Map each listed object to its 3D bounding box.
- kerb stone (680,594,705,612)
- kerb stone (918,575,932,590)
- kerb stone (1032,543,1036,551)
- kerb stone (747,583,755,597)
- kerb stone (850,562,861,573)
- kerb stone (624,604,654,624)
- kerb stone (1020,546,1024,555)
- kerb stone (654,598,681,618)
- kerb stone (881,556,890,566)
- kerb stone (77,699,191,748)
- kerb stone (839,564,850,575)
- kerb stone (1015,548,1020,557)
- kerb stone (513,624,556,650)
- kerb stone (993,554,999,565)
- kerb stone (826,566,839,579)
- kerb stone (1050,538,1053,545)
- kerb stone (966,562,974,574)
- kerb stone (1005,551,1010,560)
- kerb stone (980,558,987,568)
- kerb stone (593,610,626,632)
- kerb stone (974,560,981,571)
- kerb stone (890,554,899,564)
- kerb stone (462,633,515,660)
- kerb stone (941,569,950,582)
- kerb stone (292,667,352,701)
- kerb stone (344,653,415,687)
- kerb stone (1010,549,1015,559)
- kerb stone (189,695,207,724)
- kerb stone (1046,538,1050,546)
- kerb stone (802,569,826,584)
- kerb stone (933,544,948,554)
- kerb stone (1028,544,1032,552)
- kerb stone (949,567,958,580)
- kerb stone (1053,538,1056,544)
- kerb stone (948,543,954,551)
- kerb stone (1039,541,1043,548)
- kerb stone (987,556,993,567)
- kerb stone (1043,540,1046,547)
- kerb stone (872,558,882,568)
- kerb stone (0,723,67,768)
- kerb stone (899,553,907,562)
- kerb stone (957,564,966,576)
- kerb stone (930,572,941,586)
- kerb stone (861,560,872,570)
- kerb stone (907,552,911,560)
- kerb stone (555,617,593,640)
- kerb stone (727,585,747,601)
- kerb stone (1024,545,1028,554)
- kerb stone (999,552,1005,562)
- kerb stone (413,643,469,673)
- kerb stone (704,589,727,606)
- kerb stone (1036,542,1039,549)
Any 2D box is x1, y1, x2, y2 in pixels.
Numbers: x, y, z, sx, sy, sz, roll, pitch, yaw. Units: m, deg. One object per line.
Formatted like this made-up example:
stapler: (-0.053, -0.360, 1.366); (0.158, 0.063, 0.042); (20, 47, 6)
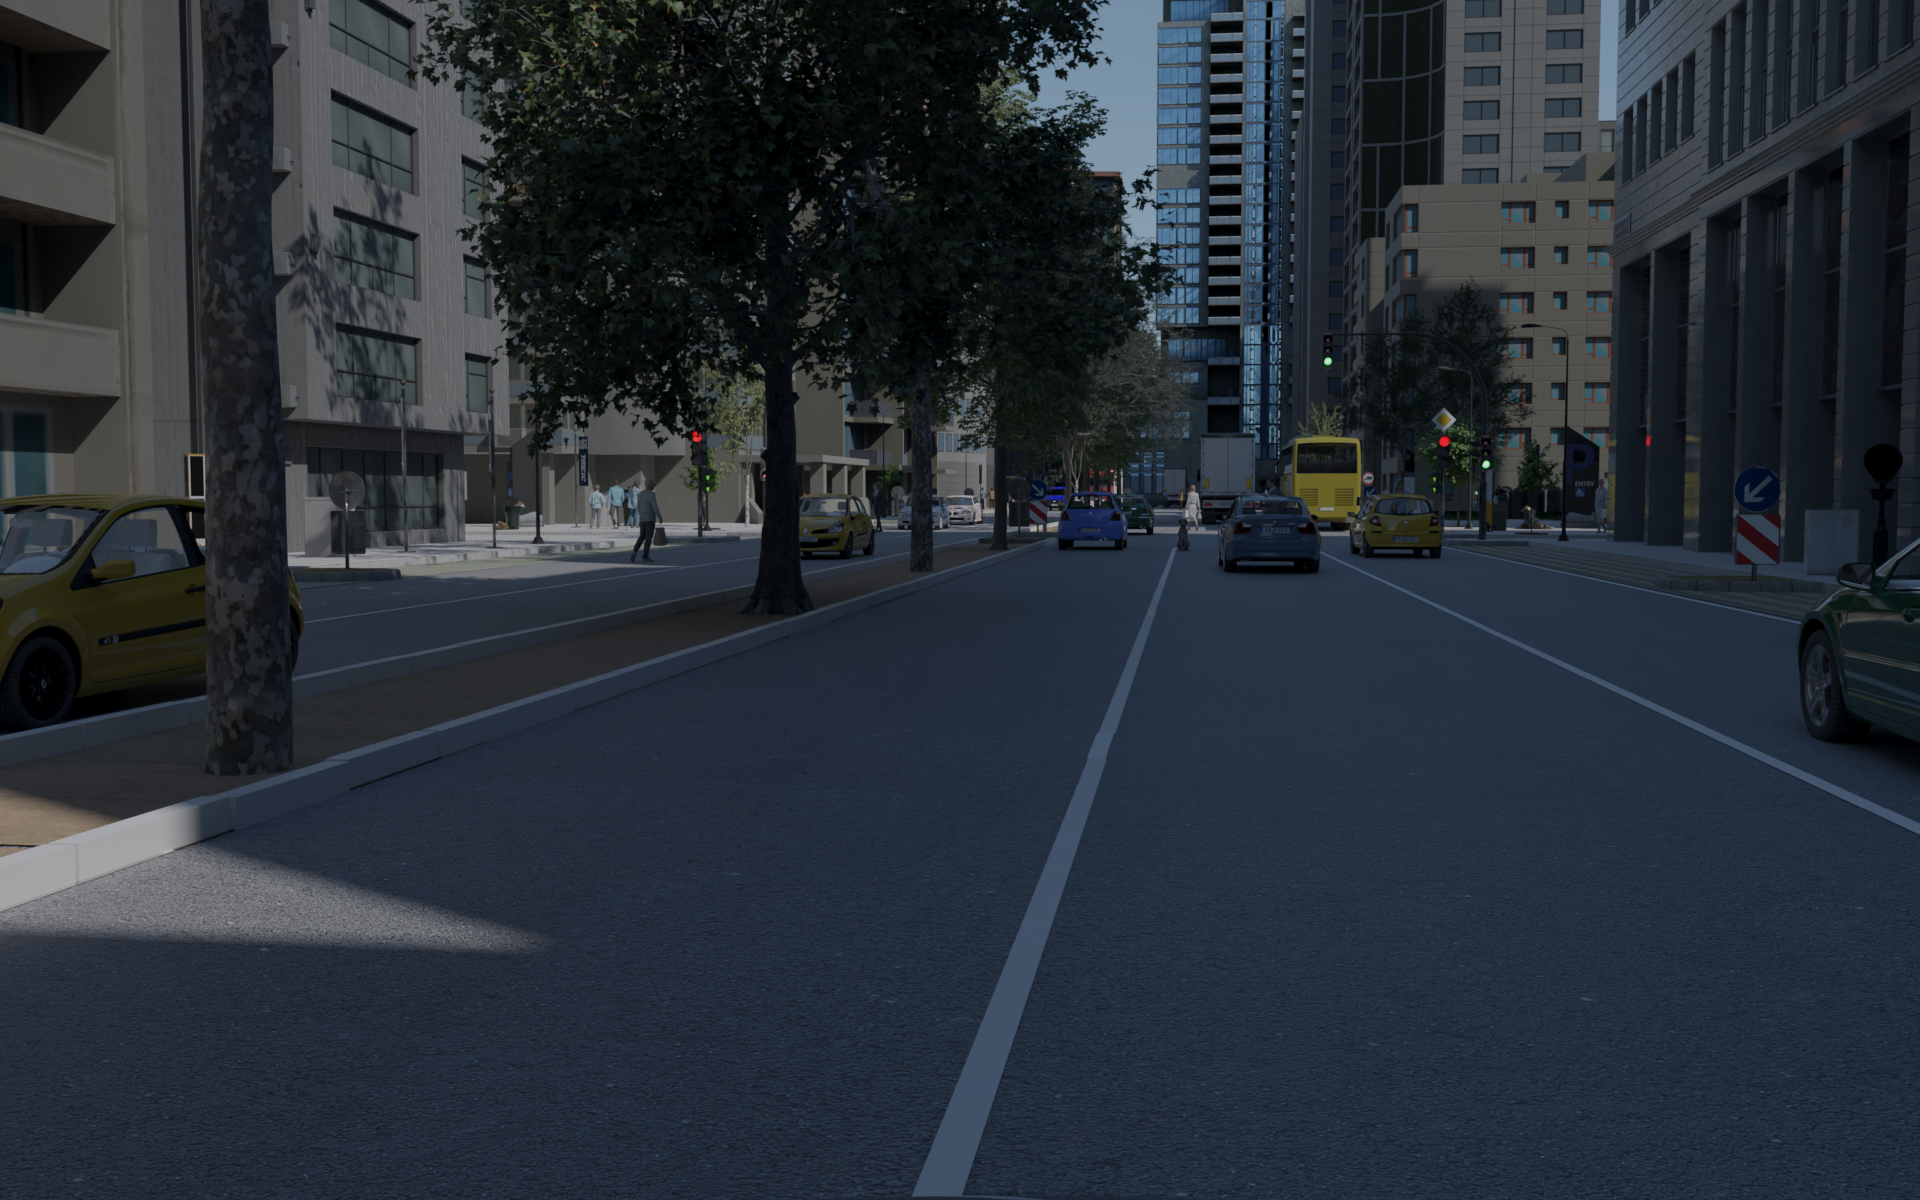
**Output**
kerb stone: (-3.373, 0.051, 21.366); (0.120, 0.150, 1.000); (0, 4, 8)
kerb stone: (-0.601, -0.240, 26.134); (0.120, 0.150, 1.000); (0, 4, 8)
kerb stone: (1.729, -1.296, 43.384); (0.120, 0.150, 1.000); (0, 4, 8)
kerb stone: (-2.961, -0.133, 24.404); (0.120, 0.150, 1.000); (0, 4, 8)
kerb stone: (-1.994, -0.570, 31.522); (0.120, 0.150, 1.000); (0, 4, 8)
kerb stone: (-3.654, 0.178, 19.339); (0.120, 0.150, 1.000); (0, 4, 8)
kerb stone: (1.318, -1.110, 40.342); (0.120, 0.150, 1.000); (0, 4, 8)
kerb stone: (-3.511, 0.113, 20.353); (0.120, 0.150, 1.000); (0, 4, 8)
kerb stone: (-1.592, -0.757, 34.569); (0.120, 0.150, 1.000); (0, 4, 8)
kerb stone: (-4.887, 0.734, 10.202); (0.120, 0.150, 1.000); (0, 4, 8)
kerb stone: (-2.143, -0.507, 30.507); (0.120, 0.150, 1.000); (0, 4, 8)
kerb stone: (1.185, -1.047, 39.329); (0.120, 0.150, 1.000); (0, 4, 8)
kerb stone: (-4.061, 0.365, 16.291); (0.120, 0.150, 1.000); (0, 4, 8)
kerb stone: (0.635, -0.800, 35.272); (0.120, 0.150, 1.000); (0, 4, 8)
kerb stone: (-2.266, -0.446, 29.492); (0.120, 0.150, 1.000); (0, 4, 8)
kerb stone: (2.418, -1.603, 48.463); (0.120, 0.150, 1.000); (0, 4, 8)
kerb stone: (0.078, -0.549, 31.218); (0.120, 0.150, 1.000); (0, 4, 8)
kerb stone: (0.903, -0.924, 37.303); (0.120, 0.150, 1.000); (0, 4, 8)
kerb stone: (0.352, -0.672, 33.248); (0.120, 0.150, 1.000); (0, 4, 8)
kerb stone: (-3.786, 0.242, 18.317); (0.120, 0.150, 1.000); (0, 4, 8)
kerb stone: (0.218, -0.609, 32.235); (0.120, 0.150, 1.000); (0, 4, 8)
kerb stone: (-1.451, -0.819, 35.585); (0.120, 0.150, 1.000); (0, 4, 8)
kerb stone: (-4.200, 0.424, 15.270); (0.120, 0.150, 1.000); (0, 4, 8)
kerb stone: (-0.330, -0.361, 28.178); (0.120, 0.150, 1.000); (0, 4, 8)
kerb stone: (-4.613, 0.613, 12.228); (0.120, 0.150, 1.000); (0, 4, 8)
kerb stone: (-4.470, 0.548, 13.242); (0.120, 0.150, 1.000); (0, 4, 8)
kerb stone: (1.042, -0.982, 38.316); (0.120, 0.150, 1.000); (0, 4, 8)
kerb stone: (-4.745, 0.677, 11.214); (0.120, 0.150, 1.000); (0, 4, 8)
kerb stone: (2.285, -1.544, 47.450); (0.120, 0.150, 1.000); (0, 4, 8)
kerb stone: (-2.409, -0.384, 28.480); (0.120, 0.150, 1.000); (0, 4, 8)
kerb stone: (-0.476, -1.253, 42.704); (0.120, 0.150, 1.000); (0, 4, 8)
kerb stone: (1.593, -1.234, 42.370); (0.120, 0.150, 1.000); (0, 4, 8)
kerb stone: (-0.197, -0.427, 29.191); (0.120, 0.150, 1.000); (0, 4, 8)
kerb stone: (2.557, -1.669, 49.482); (0.120, 0.150, 1.000); (0, 4, 8)
kerb stone: (-0.341, -1.317, 43.727); (0.120, 0.150, 1.000); (0, 4, 8)
kerb stone: (2.006, -1.420, 45.409); (0.120, 0.150, 1.000); (0, 4, 8)
kerb stone: (0.495, -0.738, 34.260); (0.120, 0.150, 1.000); (0, 4, 8)
kerb stone: (2.138, -1.482, 46.433); (0.120, 0.150, 1.000); (0, 4, 8)
kerb stone: (-1.717, -0.688, 33.556); (0.120, 0.150, 1.000); (0, 4, 8)
kerb stone: (-5.025, 0.796, 9.186); (0.120, 0.150, 1.000); (0, 4, 8)
kerb stone: (-1.312, -0.881, 36.603); (0.120, 0.150, 1.000); (0, 4, 8)
kerb stone: (-0.059, -0.490, 30.203); (0.120, 0.150, 1.000); (0, 4, 8)
kerb stone: (-0.465, -0.304, 27.160); (0.120, 0.150, 1.000); (0, 4, 8)
kerb stone: (-1.858, -0.632, 32.541); (0.120, 0.150, 1.000); (0, 4, 8)
kerb stone: (-1.160, -0.943, 37.618); (0.120, 0.150, 1.000); (0, 4, 8)
kerb stone: (-3.920, 0.303, 17.304); (0.120, 0.150, 1.000); (0, 4, 8)
kerb stone: (-3.092, -0.073, 23.390); (0.120, 0.150, 1.000); (0, 4, 8)
kerb stone: (1.450, -1.168, 41.359); (0.120, 0.150, 1.000); (0, 4, 8)
kerb stone: (0.767, -0.862, 36.286); (0.120, 0.150, 1.000); (0, 4, 8)
kerb stone: (-4.330, 0.489, 14.257); (0.120, 0.150, 1.000); (0, 4, 8)
kerb stone: (-3.240, -0.011, 22.379); (0.120, 0.150, 1.000); (0, 4, 8)
kerb stone: (1.867, -1.357, 44.397); (0.120, 0.150, 1.000); (0, 4, 8)
